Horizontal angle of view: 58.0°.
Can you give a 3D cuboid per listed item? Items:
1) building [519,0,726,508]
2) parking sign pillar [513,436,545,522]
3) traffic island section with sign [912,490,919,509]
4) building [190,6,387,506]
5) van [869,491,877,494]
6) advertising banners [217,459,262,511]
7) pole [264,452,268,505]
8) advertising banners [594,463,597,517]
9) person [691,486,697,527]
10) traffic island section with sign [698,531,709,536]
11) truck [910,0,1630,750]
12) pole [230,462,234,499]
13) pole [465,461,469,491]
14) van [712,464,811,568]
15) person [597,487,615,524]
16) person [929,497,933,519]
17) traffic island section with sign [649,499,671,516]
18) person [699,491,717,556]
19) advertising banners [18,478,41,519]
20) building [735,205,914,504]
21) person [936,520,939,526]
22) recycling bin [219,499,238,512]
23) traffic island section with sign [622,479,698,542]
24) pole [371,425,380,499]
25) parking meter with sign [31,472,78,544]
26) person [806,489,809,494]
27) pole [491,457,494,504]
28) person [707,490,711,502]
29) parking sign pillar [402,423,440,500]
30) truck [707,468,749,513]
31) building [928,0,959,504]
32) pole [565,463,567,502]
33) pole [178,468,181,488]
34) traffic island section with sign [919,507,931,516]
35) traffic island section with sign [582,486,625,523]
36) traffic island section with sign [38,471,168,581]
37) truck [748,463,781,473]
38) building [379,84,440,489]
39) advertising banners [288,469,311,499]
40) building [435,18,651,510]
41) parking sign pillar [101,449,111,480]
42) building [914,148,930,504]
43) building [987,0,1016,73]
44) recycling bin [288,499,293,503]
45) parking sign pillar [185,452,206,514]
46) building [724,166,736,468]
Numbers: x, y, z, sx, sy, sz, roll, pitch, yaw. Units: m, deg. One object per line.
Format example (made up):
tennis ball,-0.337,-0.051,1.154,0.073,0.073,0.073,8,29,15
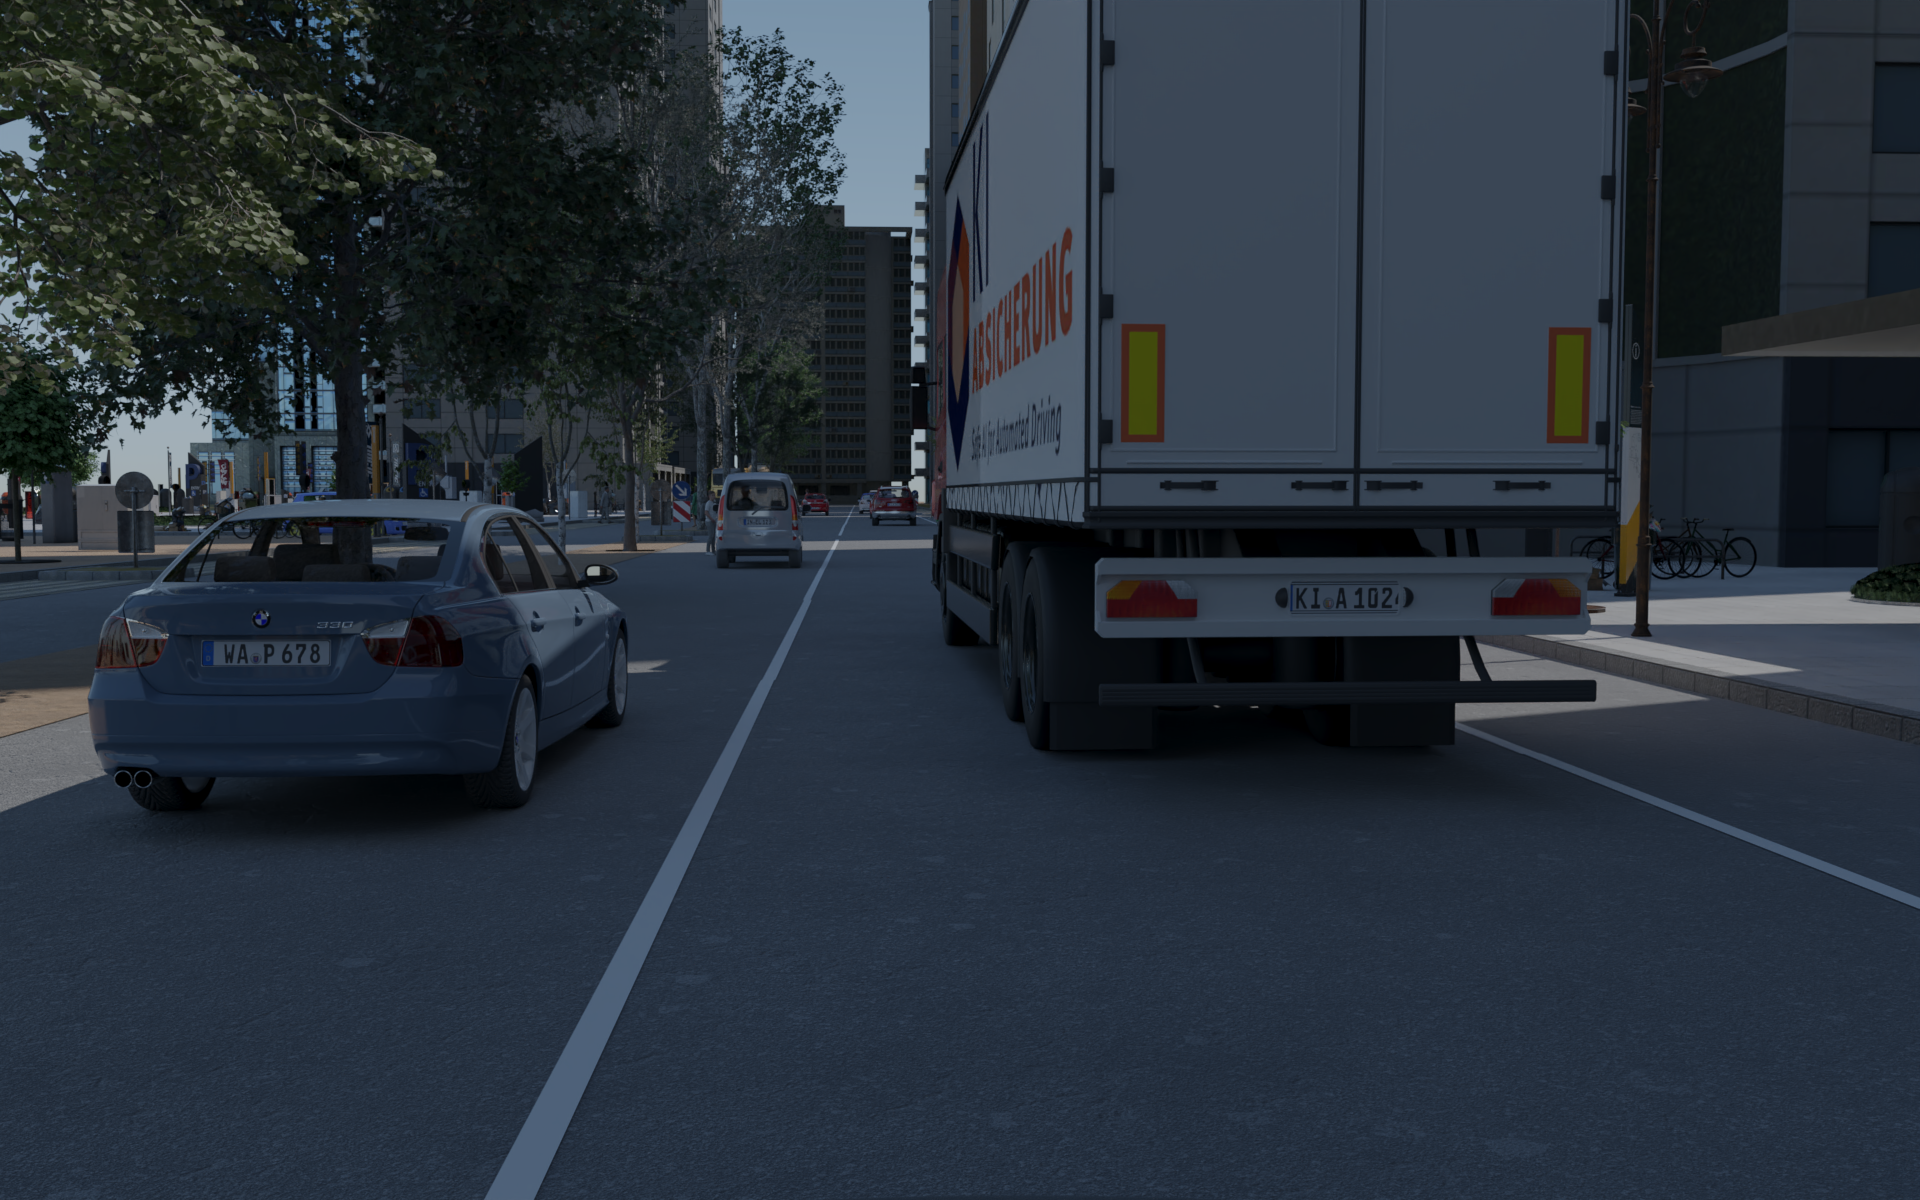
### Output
building,-37.959,-46.464,197.939,20.611,71.187,20.563,0,4,-3
parking sign pillar,-19.883,-5.578,79.665,1.447,3.967,1.447,-2,4,-27
traffic island section with sign,-4.371,-9.467,163.405,1.989,1.847,2.006,0,4,-3
building,-81.282,-55.862,226.008,31.000,86.520,22.319,0,4,-3
van,-10.269,-12.365,209.184,2.013,2.044,4.112,0,4,-2
advertising banners,-36.246,-5.565,87.181,2.074,3.025,0.090,-3,4,-36
pole,-33.756,-5.534,84.316,0.158,3.312,0.155,0,3,0
advertising banners,-20.264,-6.128,96.376,0.090,3.025,2.074,0,4,-7
person,-11.260,-4.004,74.217,0.529,1.795,0.600,2,4,29
traffic island section with sign,-9.627,-3.192,60.320,2.006,1.907,1.989,0,4,-3
truck,1.273,-1.477,13.058,2.839,4.237,11.283,0,4,-5
pole,-47.800,-7.300,113.204,0.158,3.312,0.155,0,3,0
pole,-30.460,-6.922,107.024,0.158,3.312,0.155,0,3,0
van,-4.009,-1.705,34.886,2.013,2.044,4.112,0,4,-5
person,-17.030,-4.554,83.234,0.850,1.792,0.678,0,4,5
person,-1.438,-5.456,98.459,0.760,1.731,0.466,-1,4,-19
traffic island section with sign,-19.023,-6.333,112.175,1.989,1.847,2.006,0,4,-3
person,-5.799,-1.793,40.419,0.523,1.515,0.503,-1,4,-22
advertising banners,-47.743,-5.668,88.859,0.090,3.025,2.074,1,4,22
building,-18.345,-33.247,235.464,23.993,40.220,32.217,0,4,-3
person,-0.994,-3.926,76.940,0.306,1.304,0.590,0,4,8
recycling bin,-34.846,-4.278,82.502,0.722,1.027,0.722,-1,4,-12
traffic island section with sign,-9.210,-2.739,52.925,2.006,1.907,1.989,0,4,-3
pole,-17.349,-3.524,51.459,0.158,3.312,0.155,0,3,0
parking meter with sign,-23.570,-2.995,45.236,0.543,3.016,1.738,1,4,16
person,-11.518,-7.436,130.095,0.388,1.821,0.555,0,4,-7
pole,-24.314,-5.879,89.969,0.158,3.312,0.155,0,3,0
person,-20.529,-8.114,141.722,0.434,1.755,0.990,0,4,-4
parking sign pillar,-20.590,-4.753,66.188,1.447,3.967,1.447,-3,4,-37
truck,-17.164,-8.257,130.933,3.469,3.379,9.791,0,4,-2
building,7.015,-40.061,196.994,21.231,58.520,28.212,0,4,-3
pole,-26.041,-7.373,114.395,0.158,3.312,0.155,0,3,0
pole,-60.017,-8.524,133.206,0.158,3.312,0.155,0,3,0
traffic island section with sign,-1.497,-6.430,113.762,1.989,1.847,2.006,0,4,-3
traffic island section with sign,-17.455,-4.686,85.245,1.989,1.847,2.006,0,4,-3
traffic island section with sign,-14.241,-1.275,29.478,1.989,1.847,2.006,0,4,-3
truck,-17.957,-10.365,158.377,2.839,4.237,11.283,0,4,-2
building,-34.922,-43.123,143.319,20.563,71.187,20.611,0,4,-3
advertising banners,-45.512,-7.500,118.807,2.074,3.025,0.090,0,4,0
building,-36.509,-44.378,163.834,20.563,71.187,20.611,0,4,-3
parking sign pillar,-51.298,-7.071,104.083,1.447,3.967,1.447,-1,4,-21
building,9.050,-37.517,233.009,30.456,49.044,23.786,0,4,-3
building,15.873,-31.273,100.558,28.713,52.752,27.495,0,4,-3
recycling bin,-37.517,-5.108,96.066,0.722,1.027,0.722,2,4,31
parking sign pillar,-49.044,-7.501,111.120,1.447,3.967,1.447,1,4,21
building,-36.918,-35.203,225.685,14.200,45.320,14.600,0,4,-3
